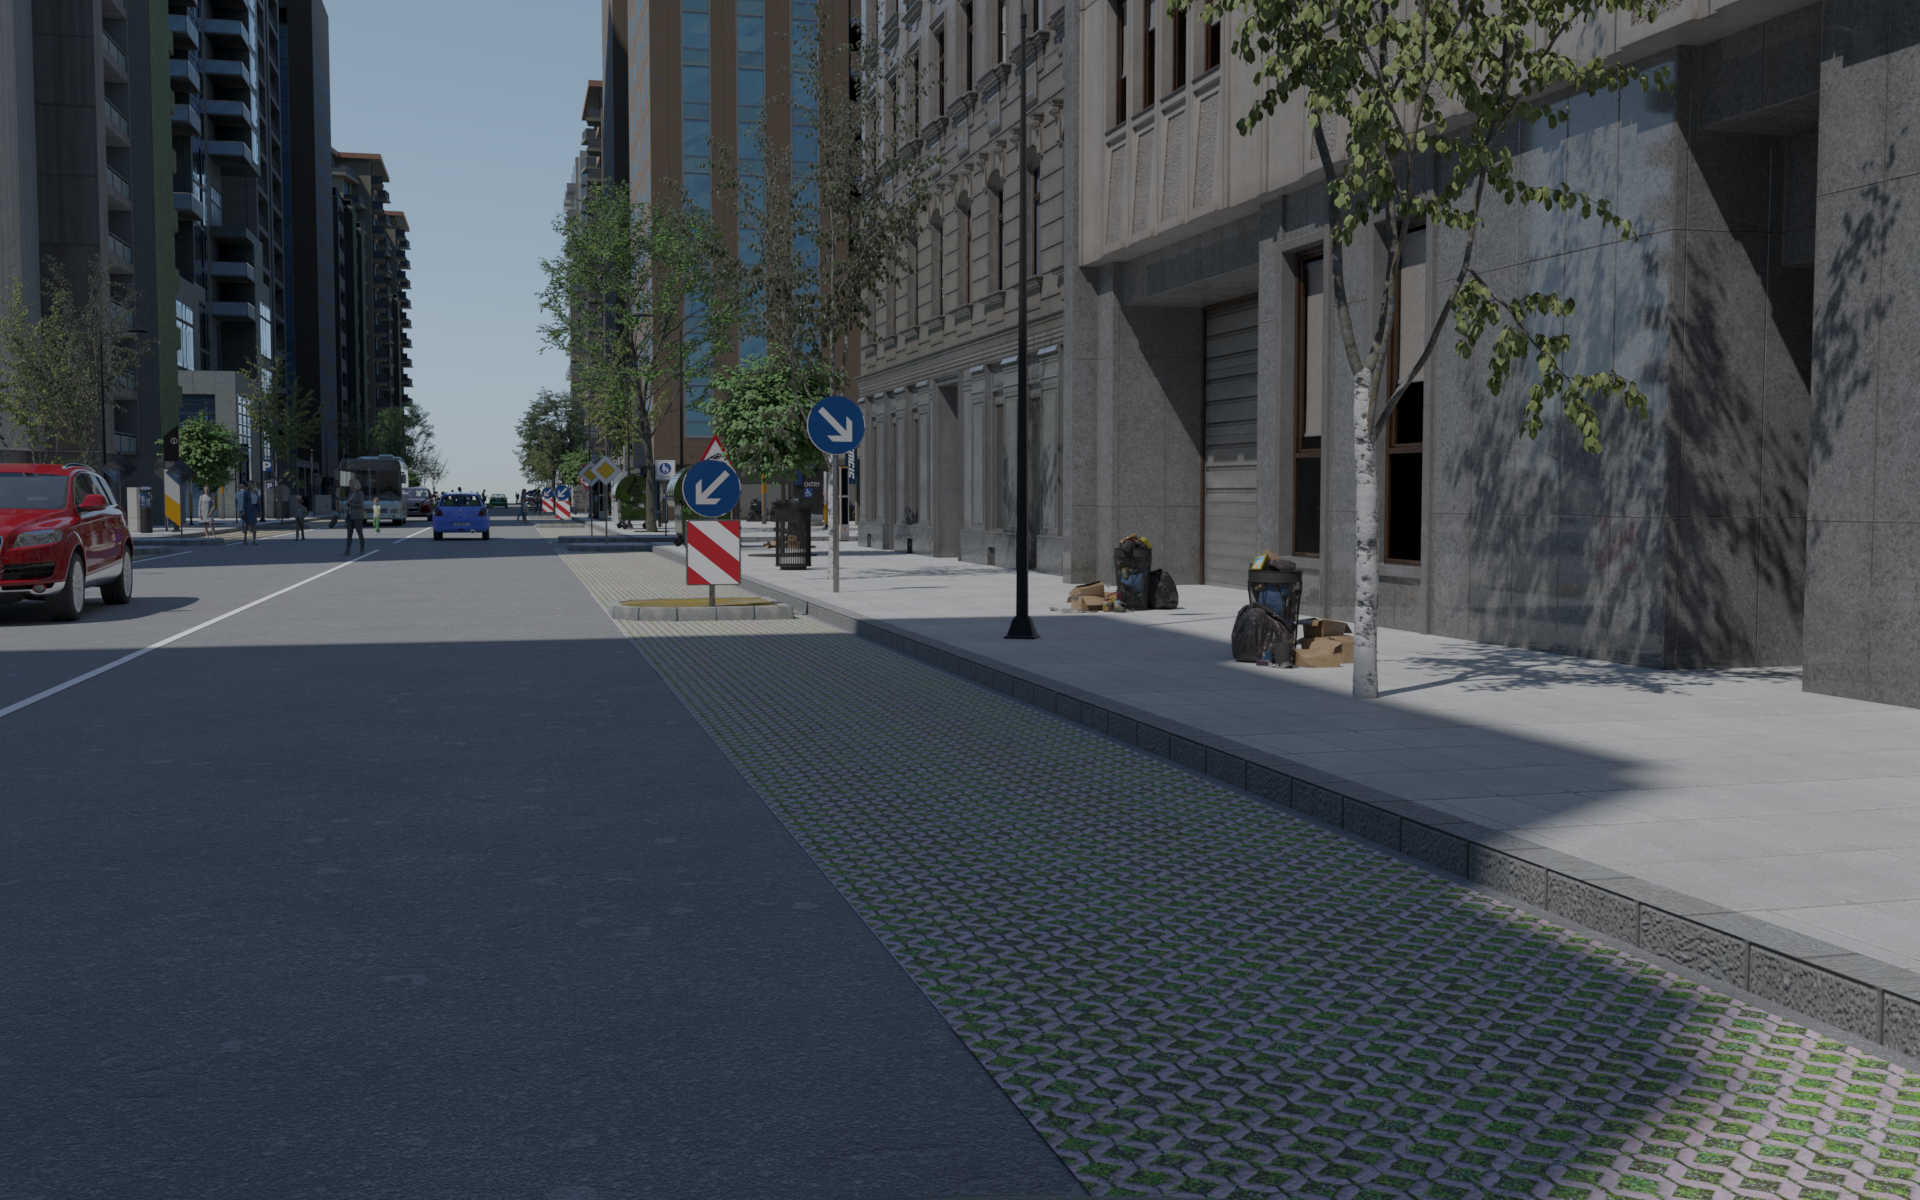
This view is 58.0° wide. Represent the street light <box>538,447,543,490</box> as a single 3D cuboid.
[{"bbox_3d":[-40.272,-12.041,169.409,1.470,5.913,1.316,-1,4,-15],"label":"street light"}]

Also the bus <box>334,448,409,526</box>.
[{"bbox_3d":[-27.244,-5.257,80.818,2.948,3.499,13.247,-1,4,-16],"label":"bus"}]

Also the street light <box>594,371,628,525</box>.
[{"bbox_3d":[-12.990,-5.654,64.991,1.470,5.913,1.316,-1,4,-15],"label":"street light"}]

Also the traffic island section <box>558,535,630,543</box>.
[{"bbox_3d":[-11.039,-1.821,52.053,2.009,0.180,2.903,-1,4,-15],"label":"traffic island section"}]

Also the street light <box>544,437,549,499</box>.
[{"bbox_3d":[-32.690,-10.248,140.087,1.470,5.913,1.316,-1,4,-15],"label":"street light"}]

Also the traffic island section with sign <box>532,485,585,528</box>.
[{"bbox_3d":[-17.038,-3.978,73.668,1.989,1.847,2.006,-1,4,-15],"label":"traffic island section with sign"}]

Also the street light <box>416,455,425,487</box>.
[{"bbox_3d":[-63.993,-14.158,204.019,1.470,5.913,1.316,-1,4,-15],"label":"street light"}]

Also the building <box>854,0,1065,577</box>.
[{"bbox_3d":[4.271,-11.338,34.530,9.793,20.994,18.267,-1,4,-15],"label":"building"}]

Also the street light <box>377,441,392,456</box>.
[{"bbox_3d":[-50.557,-10.987,152.182,1.470,5.913,1.316,-1,4,-15],"label":"street light"}]

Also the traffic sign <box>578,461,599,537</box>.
[{"bbox_3d":[-11.060,-2.956,51.970,0.795,2.450,0.064,-1,4,-15],"label":"traffic sign"}]

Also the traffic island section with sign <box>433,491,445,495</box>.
[{"bbox_3d":[-68.283,-13.287,225.873,1.989,1.847,2.006,-1,4,-15],"label":"traffic island section with sign"}]

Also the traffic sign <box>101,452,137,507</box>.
[{"bbox_3d":[-20.073,-2.309,41.393,0.795,2.450,0.064,-1,4,-15],"label":"traffic sign"}]

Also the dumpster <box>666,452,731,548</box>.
[{"bbox_3d":[-6.186,-2.383,41.459,1.502,2.255,1.985,-1,4,-15],"label":"dumpster"}]

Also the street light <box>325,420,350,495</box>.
[{"bbox_3d":[-39.105,-8.317,108.518,1.470,5.913,1.316,-1,4,-15],"label":"street light"}]

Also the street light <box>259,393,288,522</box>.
[{"bbox_3d":[-31.400,-6.525,79.228,1.470,5.913,1.316,-1,4,-15],"label":"street light"}]

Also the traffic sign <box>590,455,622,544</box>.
[{"bbox_3d":[-9.042,-2.483,44.243,0.795,2.450,0.064,-1,4,-15],"label":"traffic sign"}]

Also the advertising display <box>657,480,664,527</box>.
[{"bbox_3d":[-11.619,-3.788,67.146,0.123,1.923,0.974,0,4,-1],"label":"advertising display"}]

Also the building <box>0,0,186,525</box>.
[{"bbox_3d":[-38.928,-23.398,66.145,14.154,41.232,14.086,-1,4,-15],"label":"building"}]

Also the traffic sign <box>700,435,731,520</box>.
[{"bbox_3d":[-5.360,-2.323,37.993,0.884,2.594,0.081,-1,4,-9],"label":"traffic sign"}]

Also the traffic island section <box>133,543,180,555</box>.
[{"bbox_3d":[-20.094,-1.172,41.449,2.009,0.180,2.903,-1,4,-15],"label":"traffic island section"}]

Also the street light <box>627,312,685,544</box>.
[{"bbox_3d":[-7.708,-4.404,44.542,1.470,5.913,1.316,-1,4,-15],"label":"street light"}]

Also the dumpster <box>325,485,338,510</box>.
[{"bbox_3d":[-41.508,-6.685,115.062,1.264,1.857,1.865,-1,4,-14],"label":"dumpster"}]

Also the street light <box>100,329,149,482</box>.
[{"bbox_3d":[-23.492,-4.659,48.713,1.470,5.913,1.316,-1,4,-15],"label":"street light"}]

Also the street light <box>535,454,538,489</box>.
[{"bbox_3d":[-47.904,-13.833,198.717,1.470,5.913,1.316,-1,4,-15],"label":"street light"}]

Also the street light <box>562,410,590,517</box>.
[{"bbox_3d":[-20.942,-7.512,95.365,1.470,5.913,1.316,-1,4,-15],"label":"street light"}]

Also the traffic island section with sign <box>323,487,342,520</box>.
[{"bbox_3d":[-34.741,-5.431,97.418,1.989,1.847,2.006,-1,4,-15],"label":"traffic island section with sign"}]

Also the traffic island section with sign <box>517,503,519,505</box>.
[{"bbox_3d":[-43.472,-10.168,174.871,1.989,1.847,2.006,-1,4,-15],"label":"traffic island section with sign"}]

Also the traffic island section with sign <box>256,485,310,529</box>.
[{"bbox_3d":[-27.918,-3.835,71.338,1.989,1.847,2.006,-1,4,-15],"label":"traffic island section with sign"}]

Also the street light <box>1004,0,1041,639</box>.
[{"bbox_3d":[0.029,-2.605,15.133,1.470,5.913,1.316,-1,4,-15],"label":"street light"}]

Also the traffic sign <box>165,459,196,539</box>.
[{"bbox_3d":[-22.091,-2.782,49.120,0.795,2.450,0.064,-1,4,-15],"label":"traffic sign"}]

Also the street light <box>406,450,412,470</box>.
[{"bbox_3d":[-58.346,-12.817,182.094,1.470,5.913,1.316,-1,4,-15],"label":"street light"}]

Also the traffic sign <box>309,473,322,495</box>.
[{"bbox_3d":[-39.520,-6.493,106.261,0.768,2.556,0.104,-1,4,-11],"label":"traffic sign"}]

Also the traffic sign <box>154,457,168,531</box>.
[{"bbox_3d":[-27.278,-3.632,59.491,0.768,2.556,0.104,0,4,-6],"label":"traffic sign"}]

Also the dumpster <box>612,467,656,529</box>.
[{"bbox_3d":[-11.919,-3.725,63.401,1.502,2.255,1.985,-1,4,-15],"label":"dumpster"}]

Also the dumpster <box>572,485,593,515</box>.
[{"bbox_3d":[-23.346,-6.216,107.393,1.264,1.857,1.865,-1,4,-15],"label":"dumpster"}]

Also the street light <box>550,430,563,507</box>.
[{"bbox_3d":[-28.697,-9.325,125.004,1.470,5.913,1.316,-1,4,-15],"label":"street light"}]

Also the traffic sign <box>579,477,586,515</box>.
[{"bbox_3d":[-22.726,-6.422,105.102,0.768,2.556,0.104,-1,4,-13],"label":"traffic sign"}]

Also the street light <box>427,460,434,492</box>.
[{"bbox_3d":[-71.855,-15.998,234.101,1.470,5.913,1.316,-1,4,-15],"label":"street light"}]

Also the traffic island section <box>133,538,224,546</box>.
[{"bbox_3d":[-22.112,-1.645,49.176,2.009,0.180,2.903,-1,4,-15],"label":"traffic island section"}]

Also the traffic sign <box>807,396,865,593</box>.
[{"bbox_3d":[-1.612,-1.370,22.501,0.768,2.556,0.104,-1,4,-14],"label":"traffic sign"}]

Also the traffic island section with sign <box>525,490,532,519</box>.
[{"bbox_3d":[-23.979,-5.601,100.209,1.989,1.847,2.006,-1,4,-15],"label":"traffic island section with sign"}]

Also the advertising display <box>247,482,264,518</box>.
[{"bbox_3d":[-37.536,-5.325,92.285,0.123,1.923,0.974,2,4,26],"label":"advertising display"}]

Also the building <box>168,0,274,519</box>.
[{"bbox_3d":[-52.682,-48.196,100.684,22.319,86.520,31.000,-1,4,-15],"label":"building"}]

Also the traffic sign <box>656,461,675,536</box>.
[{"bbox_3d":[-8.948,-3.089,52.633,0.606,2.300,0.079,-1,4,-14],"label":"traffic sign"}]

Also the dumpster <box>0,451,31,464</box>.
[{"bbox_3d":[-21.682,-2.244,39.186,1.502,2.255,1.985,-1,4,-15],"label":"dumpster"}]

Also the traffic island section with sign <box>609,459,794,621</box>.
[{"bbox_3d":[-3.100,-0.716,20.337,1.989,1.847,2.006,-1,4,-15],"label":"traffic island section with sign"}]

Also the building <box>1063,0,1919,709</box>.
[{"bbox_3d":[9.800,-12.118,16.152,12.078,24.808,19.932,-1,4,-15],"label":"building"}]

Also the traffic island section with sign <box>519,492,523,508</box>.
[{"bbox_3d":[-36.563,-8.549,148.402,1.989,1.847,2.006,-1,4,-15],"label":"traffic island section with sign"}]
